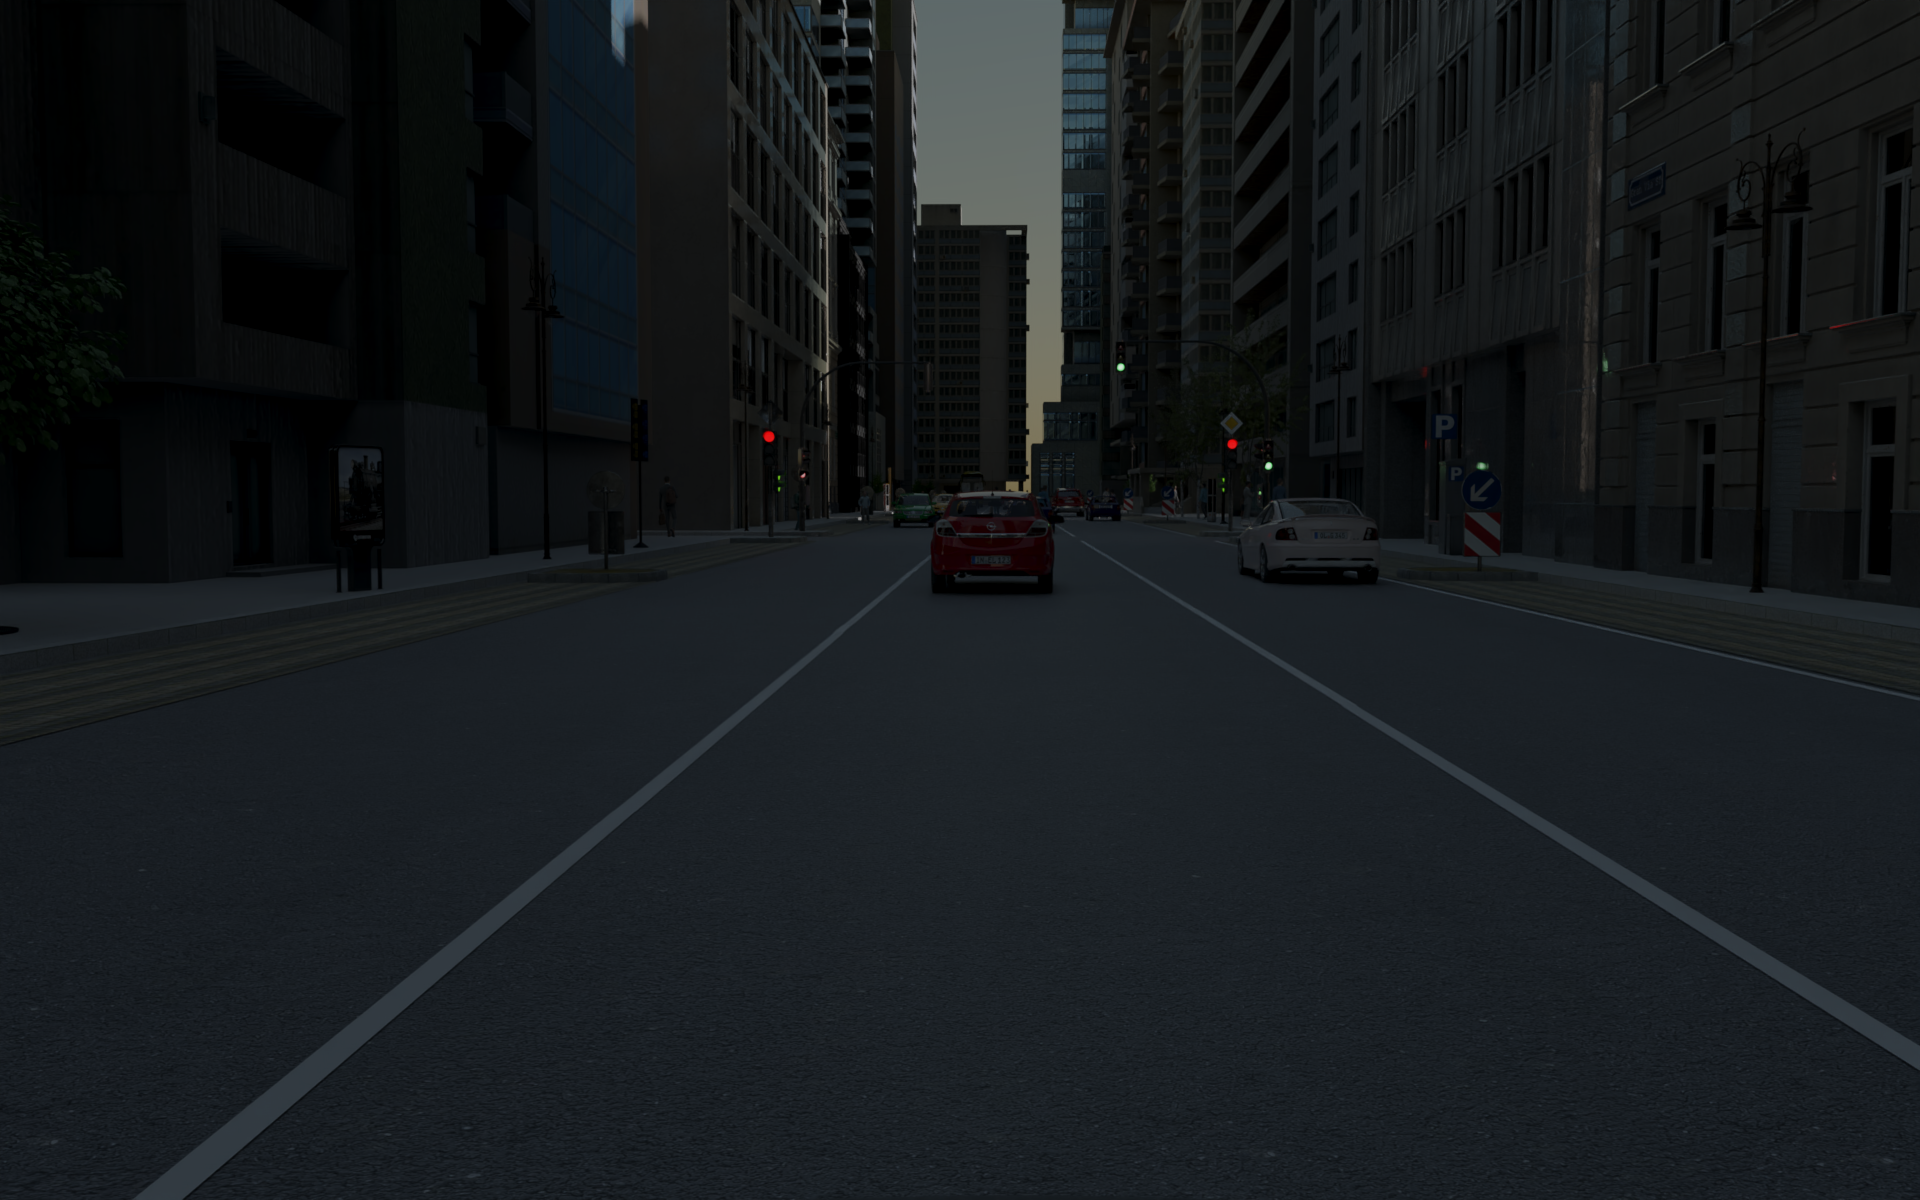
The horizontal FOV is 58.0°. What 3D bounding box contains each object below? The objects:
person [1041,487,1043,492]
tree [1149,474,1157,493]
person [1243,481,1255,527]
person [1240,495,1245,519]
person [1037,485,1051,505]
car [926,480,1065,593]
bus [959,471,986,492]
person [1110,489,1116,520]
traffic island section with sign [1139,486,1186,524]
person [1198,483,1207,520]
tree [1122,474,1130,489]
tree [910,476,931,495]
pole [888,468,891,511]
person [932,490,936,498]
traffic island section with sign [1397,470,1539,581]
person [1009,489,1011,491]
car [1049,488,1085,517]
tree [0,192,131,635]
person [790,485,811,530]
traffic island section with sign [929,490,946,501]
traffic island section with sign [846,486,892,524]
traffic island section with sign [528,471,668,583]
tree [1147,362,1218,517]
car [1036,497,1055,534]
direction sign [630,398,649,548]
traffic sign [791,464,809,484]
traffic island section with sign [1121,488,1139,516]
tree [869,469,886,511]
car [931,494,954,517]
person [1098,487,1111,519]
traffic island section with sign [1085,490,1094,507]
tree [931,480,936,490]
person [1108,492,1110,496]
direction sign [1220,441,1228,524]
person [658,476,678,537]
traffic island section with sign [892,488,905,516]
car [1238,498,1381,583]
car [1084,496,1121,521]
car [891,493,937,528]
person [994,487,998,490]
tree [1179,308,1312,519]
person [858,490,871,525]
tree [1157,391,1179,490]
[{"bbox_3d":[4.416,-5.137,92.733,0.529,1.795,0.600,1,4,23],"label":"person"},{"bbox_3d":[14.395,-8.528,134.035,1.663,3.219,1.824,0,3,0],"label":"tree"},{"bbox_3d":[11.412,-3.799,68.344,0.466,1.800,0.511,-1,4,-20],"label":"person"},{"bbox_3d":[14.478,-4.755,88.461,0.373,1.253,0.362,-3,4,-38],"label":"person"},{"bbox_3d":[3.223,-3.568,67.173,0.601,1.785,0.444,3,5,43],"label":"person"},{"bbox_3d":[0.530,-1.067,26.487,2.155,1.783,4.494,0,4,2],"label":"car"},{"bbox_3d":[1.343,-12.137,189.992,2.896,3.916,12.252,0,4,0],"label":"bus"},{"bbox_3d":[8.634,-5.374,97.201,0.643,1.720,0.563,2,4,26],"label":"person"},{"bbox_3d":[9.949,-4.635,84.407,1.989,1.847,2.006,0,4,2],"label":"traffic island section with sign"},{"bbox_3d":[12.063,-4.842,85.221,0.660,1.820,0.620,-3,5,-41],"label":"person"},{"bbox_3d":[13.776,-8.697,136.796,1.663,3.219,1.824,0,3,0],"label":"tree"},{"bbox_3d":[-4.389,-11.571,183.780,1.663,3.219,1.824,0,3,0],"label":"tree"},{"bbox_3d":[-5.416,-8.529,133.289,0.158,3.312,0.155,0,3,0],"label":"pole"},{"bbox_3d":[-1.700,-6.494,115.674,0.512,1.701,0.522,2,4,30],"label":"person"},{"bbox_3d":[8.493,-1.262,29.264,1.989,1.847,2.006,0,4,2],"label":"traffic island section with sign"},{"bbox_3d":[3.749,-7.288,127.931,0.850,1.792,0.678,-2,4,-30],"label":"person"},{"bbox_3d":[6.861,-6.253,110.910,2.281,1.827,5.304,0,4,0],"label":"car"},{"bbox_3d":[-9.491,-1.958,15.726,4.285,4.588,4.351,0,3,0],"label":"tree"},{"bbox_3d":[-5.700,-3.237,61.771,0.721,1.781,0.623,0,4,6],"label":"person"},{"bbox_3d":[-2.450,-9.345,161.421,1.989,1.847,2.006,0,4,2],"label":"traffic island section with sign"},{"bbox_3d":[-4.477,-4.628,84.292,1.989,1.847,2.006,0,4,2],"label":"traffic island section with sign"},{"bbox_3d":[-5.936,-1.229,28.720,1.989,1.847,2.006,0,4,2],"label":"traffic island section with sign"},{"bbox_3d":[12.376,-8.914,96.105,4.360,8.622,3.978,0,3,0],"label":"tree"},{"bbox_3d":[2.575,-3.147,64.040,1.945,1.354,3.894,0,4,0],"label":"car"},{"bbox_3d":[-7.635,-3.017,41.325,0.379,3.537,0.876,1,4,15],"label":"direction sign"},{"bbox_3d":[-6.765,-4.476,73.293,0.768,2.556,0.104,0,4,3],"label":"traffic sign"},{"bbox_3d":[10.656,-6.283,111.353,1.989,1.847,2.006,0,4,2],"label":"traffic island section with sign"},{"bbox_3d":[-6.483,-8.501,133.592,1.663,3.219,1.824,0,3,0],"label":"tree"},{"bbox_3d":[-0.886,-5.442,99.200,2.015,1.641,3.980,0,4,3],"label":"car"},{"bbox_3d":[8.318,-5.596,99.844,0.795,1.843,0.661,-1,4,-9],"label":"person"},{"bbox_3d":[11.971,-9.329,161.160,1.989,1.847,2.006,0,4,2],"label":"traffic island section with sign"},{"bbox_3d":[-3.607,-13.047,207.918,1.663,3.219,1.824,0,3,0],"label":"tree"},{"bbox_3d":[10.481,-6.960,122.143,0.795,1.843,0.661,0,4,-6],"label":"person"},{"bbox_3d":[11.341,-5.033,74.285,0.379,3.537,0.876,0,4,-5],"label":"direction sign"},{"bbox_3d":[-8.688,-2.789,51.607,0.622,1.834,0.822,0,4,-2],"label":"person"},{"bbox_3d":[-3.772,-6.276,111.238,1.989,1.847,2.006,0,4,2],"label":"traffic island section with sign"},{"bbox_3d":[5.844,-1.036,29.297,2.083,1.381,4.827,0,4,2],"label":"car"},{"bbox_3d":[7.686,-4.926,93.126,1.945,1.354,3.894,0,4,0],"label":"car"},{"bbox_3d":[-1.992,-4.078,75.469,1.959,1.807,4.718,0,4,0],"label":"car"},{"bbox_3d":[1.906,-5.143,92.567,0.794,1.824,0.713,0,4,-7],"label":"person"},{"bbox_3d":[11.841,-7.298,69.678,4.737,8.622,4.395,0,3,0],"label":"tree"},{"bbox_3d":[-4.406,-4.268,80.094,0.589,1.601,0.330,0,4,-8],"label":"person"},{"bbox_3d":[12.274,-8.502,89.376,4.737,8.622,4.395,0,3,0],"label":"tree"}]
